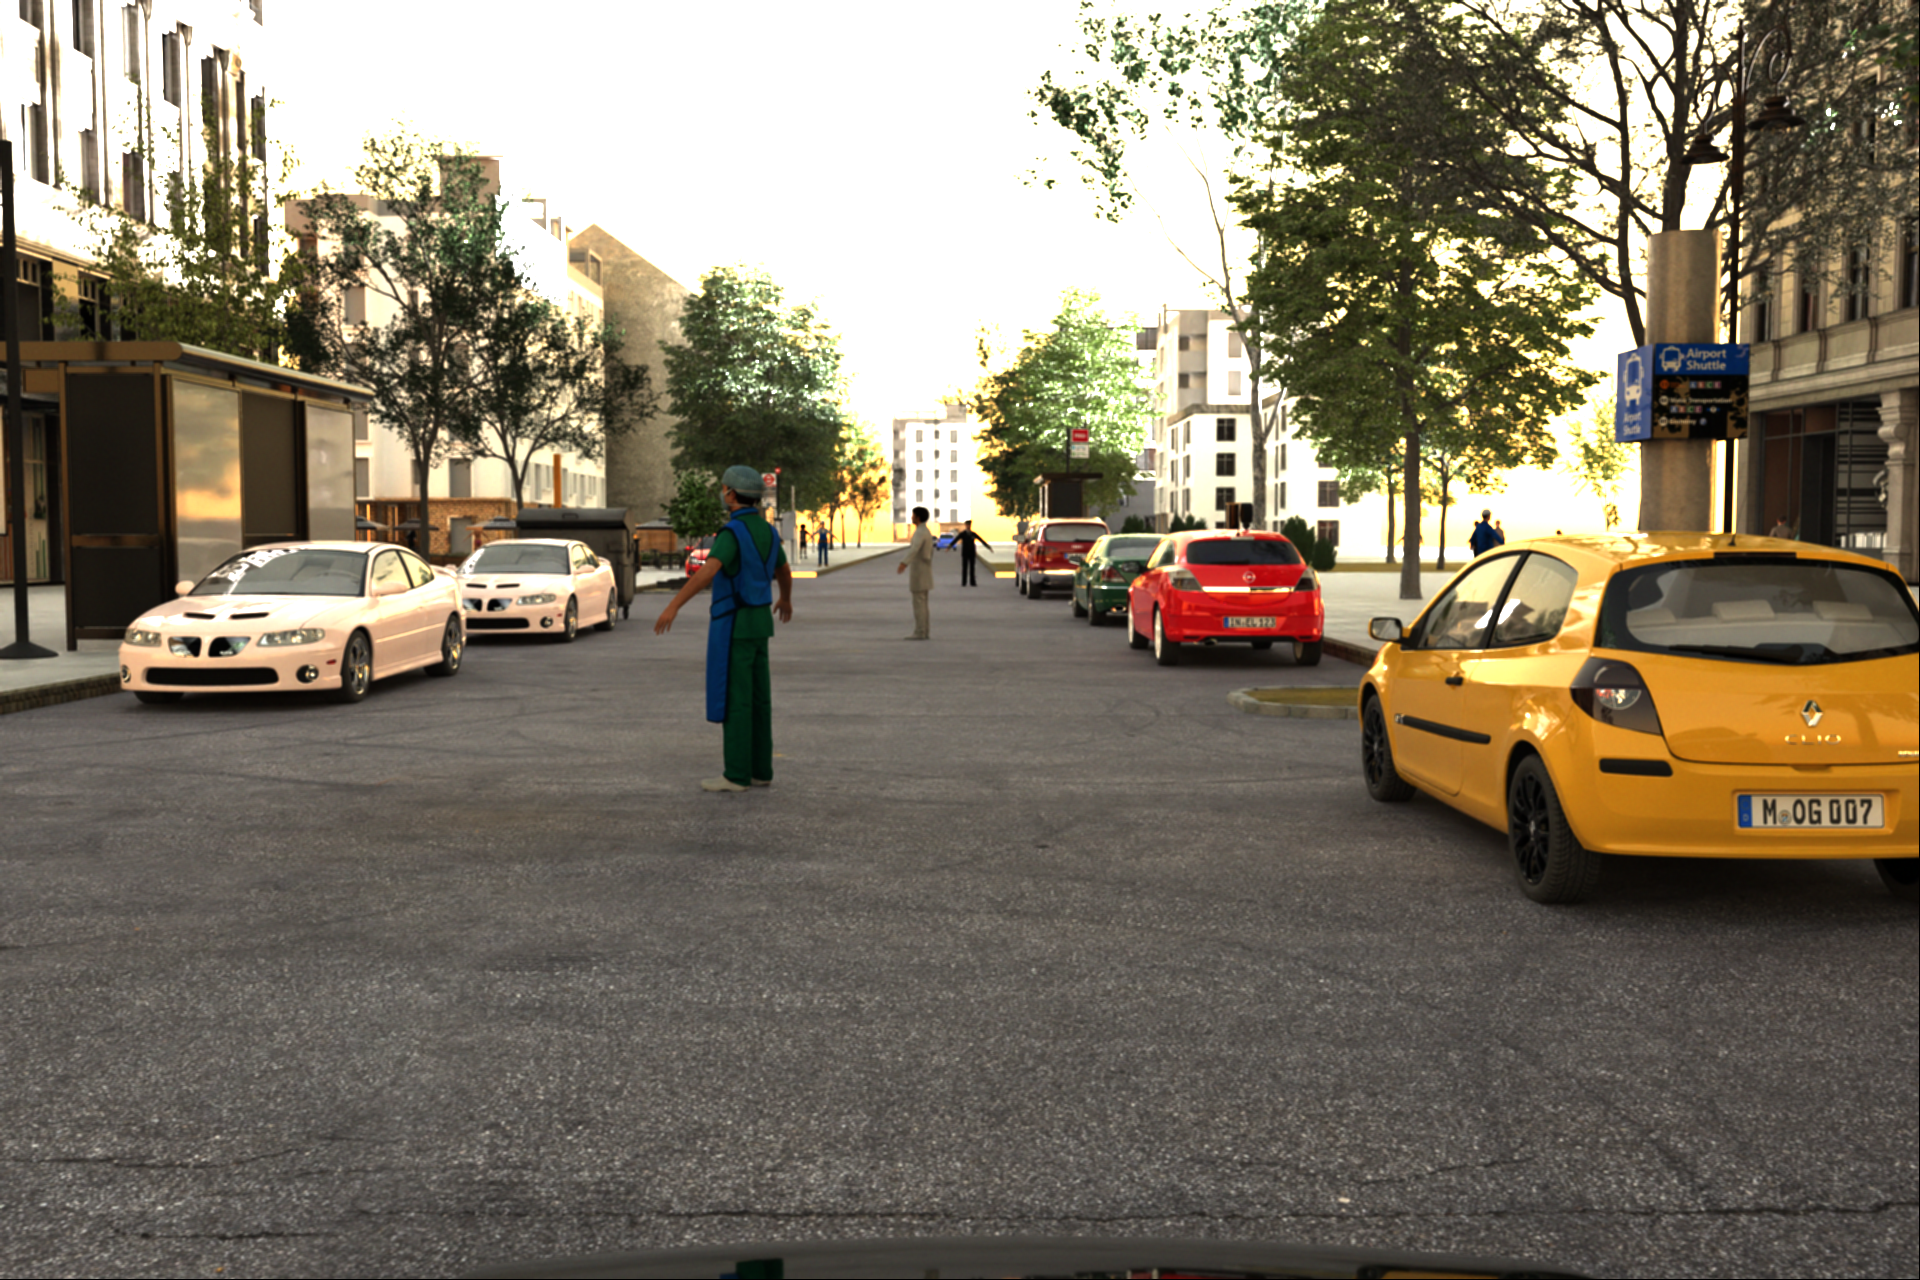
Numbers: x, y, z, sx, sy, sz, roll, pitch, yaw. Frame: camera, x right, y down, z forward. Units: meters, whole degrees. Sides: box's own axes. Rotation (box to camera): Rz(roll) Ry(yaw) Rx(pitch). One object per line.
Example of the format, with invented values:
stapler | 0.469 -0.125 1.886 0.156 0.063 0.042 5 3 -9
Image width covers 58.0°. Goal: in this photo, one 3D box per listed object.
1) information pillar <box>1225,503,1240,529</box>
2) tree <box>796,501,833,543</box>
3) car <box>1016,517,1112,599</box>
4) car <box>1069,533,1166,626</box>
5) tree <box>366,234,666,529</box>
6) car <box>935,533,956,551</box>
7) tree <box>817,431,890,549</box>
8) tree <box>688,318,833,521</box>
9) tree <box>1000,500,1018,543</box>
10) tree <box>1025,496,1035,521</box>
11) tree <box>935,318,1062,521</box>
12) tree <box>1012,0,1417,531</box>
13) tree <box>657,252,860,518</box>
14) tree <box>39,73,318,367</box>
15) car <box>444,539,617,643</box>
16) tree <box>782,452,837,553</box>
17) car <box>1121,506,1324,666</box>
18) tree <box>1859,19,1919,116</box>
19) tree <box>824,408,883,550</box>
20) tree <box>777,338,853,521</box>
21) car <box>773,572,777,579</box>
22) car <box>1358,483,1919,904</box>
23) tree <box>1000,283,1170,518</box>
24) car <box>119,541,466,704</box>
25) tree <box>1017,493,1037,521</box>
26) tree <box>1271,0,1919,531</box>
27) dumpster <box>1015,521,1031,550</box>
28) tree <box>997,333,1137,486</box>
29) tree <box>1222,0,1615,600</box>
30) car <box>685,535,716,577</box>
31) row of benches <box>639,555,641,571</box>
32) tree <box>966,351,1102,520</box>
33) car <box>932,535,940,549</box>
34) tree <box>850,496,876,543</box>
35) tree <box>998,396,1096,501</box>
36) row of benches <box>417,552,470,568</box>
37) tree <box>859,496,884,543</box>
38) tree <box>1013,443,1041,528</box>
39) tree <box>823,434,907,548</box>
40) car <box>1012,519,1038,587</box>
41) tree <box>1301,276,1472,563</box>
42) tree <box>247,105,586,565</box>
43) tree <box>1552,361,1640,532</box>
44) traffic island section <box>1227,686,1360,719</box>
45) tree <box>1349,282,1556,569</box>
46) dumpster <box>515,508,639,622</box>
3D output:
information pillar | 6.447 -2.231 40.970 0.304 2.012 0.304 0 3 0
tree | -21.411 -19.561 254.237 7.601 10.594 8.767 0 4 5
car | 2.461 -1.893 39.629 2.281 1.827 5.304 0 4 -1
car | 2.901 -1.022 28.506 2.131 1.459 4.920 0 4 -1
tree | -12.953 -7.141 51.173 8.767 10.594 7.601 -2 4 -24
car | -1.167 -8.604 150.265 1.945 1.707 3.694 0 4 -1
tree | -10.100 -13.271 151.385 8.767 10.594 7.601 0 4 6
tree | -10.550 -10.448 88.958 7.486 12.596 7.792 0 3 0
tree | 8.217 -18.383 250.921 4.360 8.622 3.978 0 3 0
tree | 10.620 -18.693 255.988 4.360 8.622 3.978 0 3 0
tree | 4.119 -18.199 153.446 12.611 20.169 13.585 0 3 0
tree | 7.633 -11.773 48.381 12.611 20.169 13.585 0 3 0
tree | -9.127 -10.504 78.399 9.857 13.997 8.962 0 3 0
tree | -12.108 -4.727 27.656 4.737 8.622 4.395 0 3 0
car | -6.055 -0.733 24.348 2.083 1.381 4.827 0 4 -1
tree | -10.094 -10.189 116.950 4.737 8.622 4.395 0 3 0
car | 3.023 -0.692 20.359 2.155 1.783 4.494 0 4 -1
tree | 8.946 -6.231 8.527 9.857 13.997 8.962 0 3 0
tree | -10.212 -13.061 139.296 9.928 11.665 9.643 0 3 0
tree | -9.886 -11.107 99.719 7.486 12.596 7.792 0 3 0
car | -6.579 -2.704 53.809 1.945 1.707 3.694 0 3 0
car | 3.058 0.128 8.138 2.015 1.641 3.980 0 3 0
tree | 5.676 -9.857 79.294 7.486 12.596 7.792 0 3 0
car | -6.021 -0.232 16.156 2.083 1.381 4.827 0 4 0
tree | 5.694 -11.755 142.556 4.737 8.622 4.395 0 3 0
tree | 8.968 -6.834 22.103 12.009 13.543 11.850 0 3 0
dumpster | 2.774 -2.988 57.072 1.865 1.857 1.264 0 4 -2
tree | 5.495 -9.959 88.577 9.928 11.665 9.643 0 3 0
tree | 8.550 -7.090 34.055 7.486 12.596 7.792 0 3 0
car | -6.453 -2.380 47.956 2.155 1.783 4.494 0 4 0
row of benches | -12.882 -2.667 59.073 4.104 0.672 1.422 -3 4 -37
tree | 5.492 -12.893 117.455 9.857 13.997 8.962 0 3 0
car | -2.804 -9.298 164.600 1.945 1.354 3.894 0 3 0
tree | -13.255 -18.233 248.473 4.360 8.622 3.978 0 3 0
tree | 5.429 -10.304 102.886 7.601 10.594 8.767 -3 4 -39
row of benches | -17.864 -2.598 57.948 4.104 0.672 1.422 2 4 29
tree | -12.697 -18.650 255.295 4.360 8.622 3.978 0 3 0
tree | 5.291 -10.898 128.546 4.737 8.622 4.395 0 3 0
tree | -9.349 -13.893 161.555 8.767 10.594 7.601 -2 4 -27
car | 2.520 -2.261 45.643 2.281 1.827 5.304 0 3 0
tree | 18.642 -9.675 76.311 7.486 12.596 7.792 0 3 0
tree | -12.306 -6.387 38.835 8.767 10.594 7.601 1 4 17
tree | 27.189 -7.503 73.044 4.737 8.622 4.395 0 3 0
traffic island section | 3.273 0.518 14.397 1.991 0.108 1.994 0 4 -1
tree | 17.736 -7.826 62.367 7.601 10.594 8.767 0 4 -2
dumpster | -6.325 -1.247 28.603 1.865 1.857 1.264 0 3 0
